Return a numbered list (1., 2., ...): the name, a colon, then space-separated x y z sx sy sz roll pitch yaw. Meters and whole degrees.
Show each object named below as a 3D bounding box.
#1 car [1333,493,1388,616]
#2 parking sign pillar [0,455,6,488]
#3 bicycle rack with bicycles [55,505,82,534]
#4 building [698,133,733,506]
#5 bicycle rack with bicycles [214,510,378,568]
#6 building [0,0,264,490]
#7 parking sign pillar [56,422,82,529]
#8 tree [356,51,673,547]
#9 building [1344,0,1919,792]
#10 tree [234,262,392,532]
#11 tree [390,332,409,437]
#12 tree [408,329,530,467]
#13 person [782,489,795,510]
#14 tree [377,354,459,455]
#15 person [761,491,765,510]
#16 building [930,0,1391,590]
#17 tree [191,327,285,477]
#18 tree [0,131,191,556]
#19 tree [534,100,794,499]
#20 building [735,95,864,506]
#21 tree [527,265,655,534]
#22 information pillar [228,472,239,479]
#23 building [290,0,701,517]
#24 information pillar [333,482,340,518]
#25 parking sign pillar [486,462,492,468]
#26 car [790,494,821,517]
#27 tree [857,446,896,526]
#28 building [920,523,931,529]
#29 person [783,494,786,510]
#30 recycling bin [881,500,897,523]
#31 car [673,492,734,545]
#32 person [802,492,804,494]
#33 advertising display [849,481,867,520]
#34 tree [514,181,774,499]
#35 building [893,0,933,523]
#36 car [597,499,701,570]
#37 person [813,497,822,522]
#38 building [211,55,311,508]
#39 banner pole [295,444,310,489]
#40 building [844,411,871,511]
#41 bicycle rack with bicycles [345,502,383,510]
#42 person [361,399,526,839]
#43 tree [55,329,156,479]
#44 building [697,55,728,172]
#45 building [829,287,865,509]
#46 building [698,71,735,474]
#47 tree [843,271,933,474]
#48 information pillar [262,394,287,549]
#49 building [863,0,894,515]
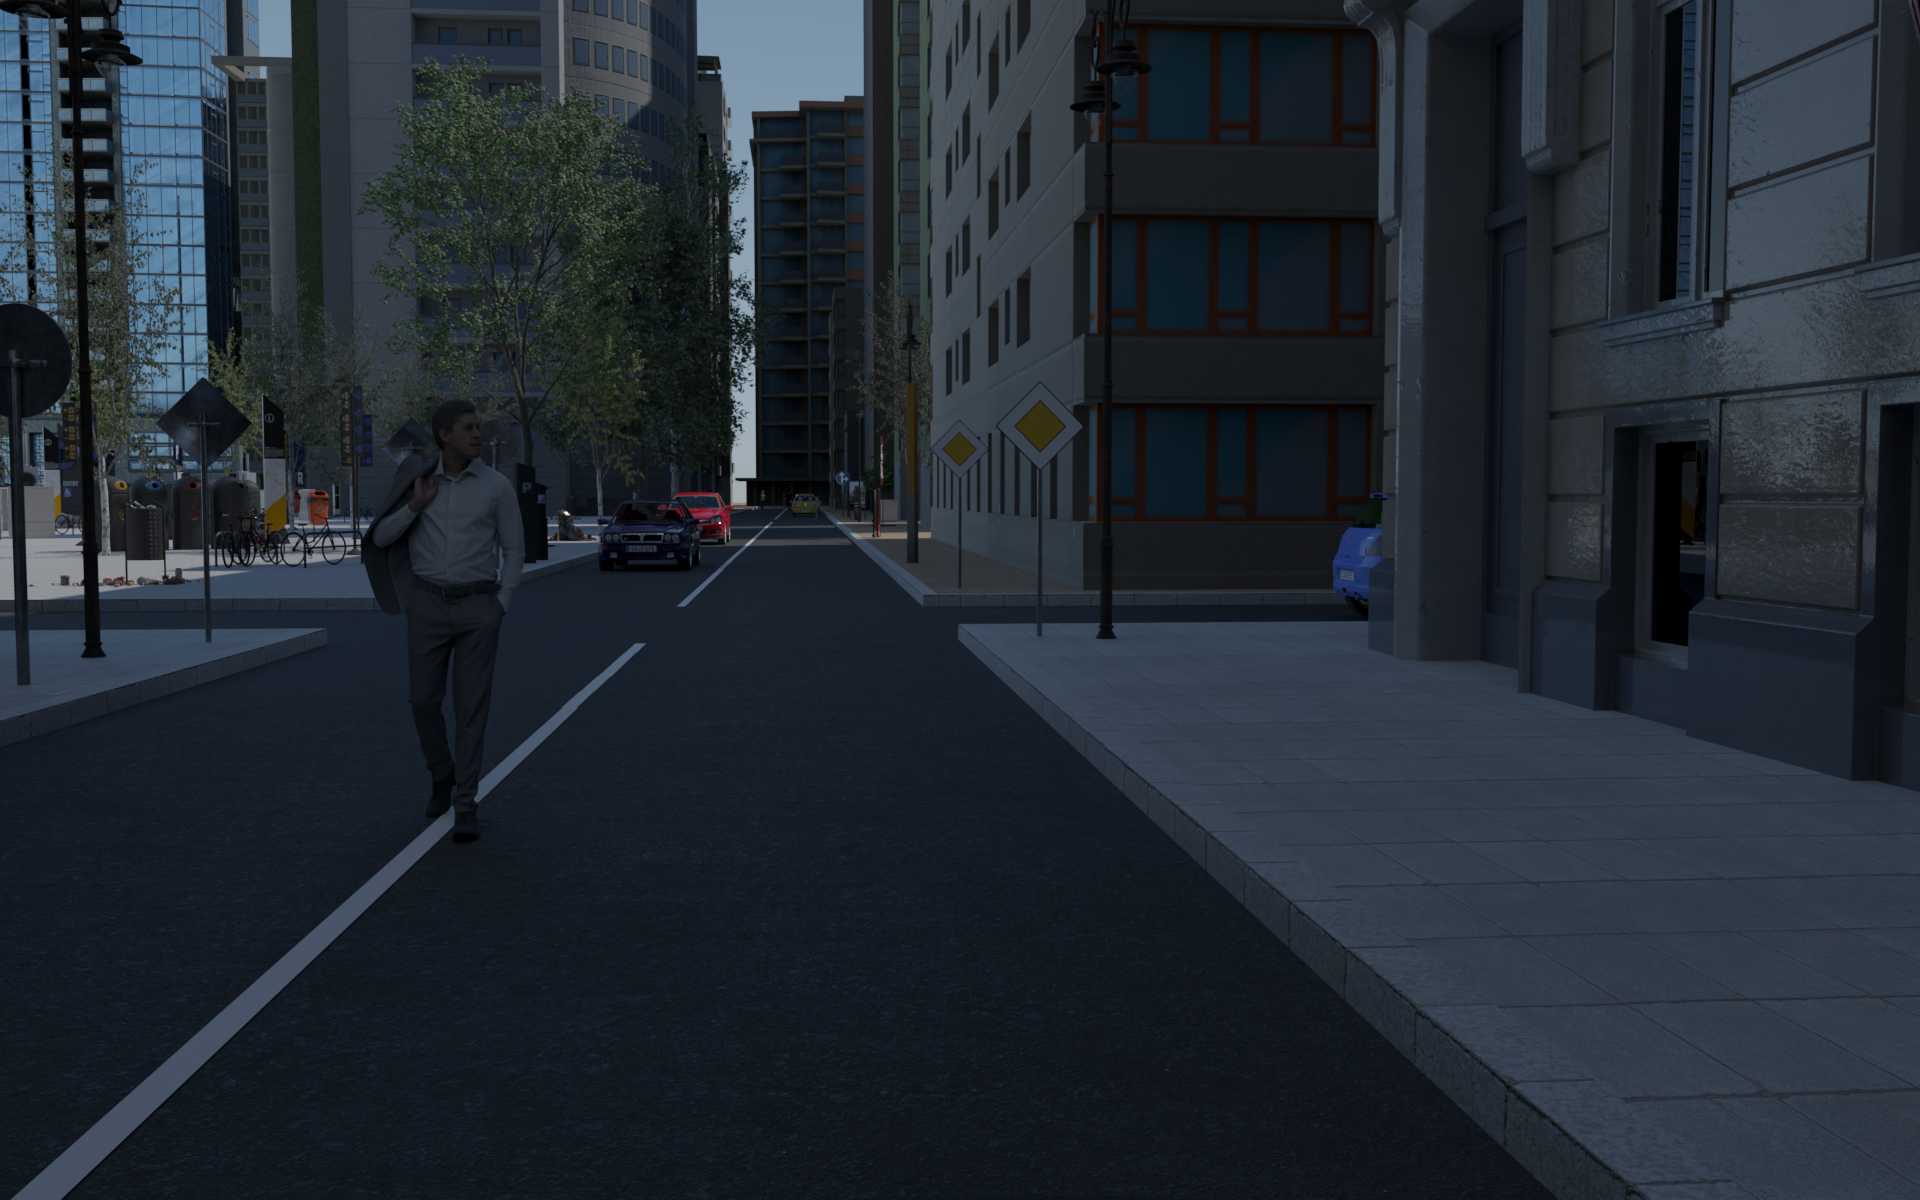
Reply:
1. car: 6.169 -0.621 19.742 3.694 1.707 1.945 0 4 -6
2. parking sign pillar: -47.394 -5.878 84.574 1.447 3.967 1.447 -1 4 -12
3. bicycle rack with bicycles: -27.061 -2.576 55.504 2.925 0.926 2.852 2 4 26
4. building: -26.781 -22.969 147.239 14.160 30.474 14.107 0 4 -5
5. bicycle rack with bicycles: -12.202 -1.077 30.994 2.852 0.926 2.925 1 4 14
6. building: -76.521 -51.513 154.911 31.000 86.520 22.319 0 4 -5
7. parking sign pillar: -33.206 -4.663 64.708 1.447 3.967 1.447 1 4 17
8. tree: -10.572 -7.093 41.733 9.928 11.665 9.643 0 3 0
9. building: 10.452 -13.362 4.376 13.634 28.700 20.117 0 4 -5
10. tree: -21.319 -6.425 55.408 4.360 8.622 3.978 0 3 0
11. tree: -23.562 -7.083 66.177 4.360 8.622 3.978 0 3 0
12. tree: -20.470 -7.489 72.801 4.360 8.622 3.978 0 3 0
13. person: -15.243 -8.941 154.312 1.348 1.869 0.705 0 4 3
14. tree: -28.537 -8.649 91.775 4.737 8.622 4.395 0 3 0
15. person: -17.967 -9.161 158.816 0.750 1.759 0.617 2 4 31
16. building: 14.785 -11.771 37.497 28.899 21.520 27.650 0 4 -5
17. tree: -32.443 -7.782 77.590 4.737 8.622 4.395 0 3 0
18. tree: -17.656 -5.201 35.398 4.360 8.622 3.978 0 3 0
19. tree: -14.610 -14.059 85.756 12.611 20.169 13.585 0 3 0
20. building: -10.327 -32.959 193.496 28.867 44.769 22.147 0 4 -5
21. tree: -11.433 -6.369 54.495 4.737 8.622 4.395 0 3 0
22. information pillar: -24.707 -3.331 58.953 0.304 2.012 0.304 -1 4 -15
23. building: -28.017 -34.714 109.577 21.231 58.520 28.212 0 4 -5
24. information pillar: -33.899 -5.484 94.158 0.304 2.012 0.304 -3 4 -36
25. parking sign pillar: -24.721 -6.175 89.441 1.447 3.967 1.447 2 4 30
26. car: -9.909 -6.166 111.043 2.015 1.641 3.980 0 4 -5
27. tree: -3.042 -4.573 69.364 1.663 3.219 1.824 0 3 0
28. building: 5.266 -23.620 69.788 14.154 41.232 14.086 0 4 -5
29. person: -16.214 -9.033 159.405 0.599 1.433 0.991 0 4 -4
30. recycling bin: -3.291 -4.029 78.420 0.722 1.027 0.722 -1 4 -17
31. car: -7.622 -2.516 50.182 2.155 1.783 4.494 0 4 -5
32. person: -12.599 -7.872 138.680 0.415 1.643 0.593 -3 5 -41
33. advertising display: -5.020 -4.881 85.024 0.974 1.923 0.123 2 4 29
34. tree: -11.676 -8.970 63.660 9.611 12.733 9.660 0 3 0
35. building: 3.404 -24.964 91.754 14.154 41.232 14.086 0 4 -5
36. car: -6.021 -1.297 33.778 1.945 1.354 3.894 0 4 -5
37. person: -7.204 -4.571 87.508 0.475 1.303 0.640 -3 5 -40
38. building: -48.667 -28.242 153.632 23.993 40.220 32.217 0 4 -5
39. banner pole: -31.663 -5.721 83.550 0.863 3.779 0.401 -3 4 -37
40. building: 2.851 -49.843 127.610 22.319 86.520 31.000 0 4 -5
41. bicycle rack with bicycles: -26.210 -3.949 77.948 2.852 0.926 2.925 1 4 15
42. person: -2.211 0.071 7.434 0.679 1.850 0.850 -1 4 -13
43. tree: -38.760 -7.814 78.125 4.737 8.622 4.395 0 3 0
44. building: -28.968 -29.381 163.975 14.086 41.232 14.154 0 4 -5
45. building: 1.978 -19.280 160.261 27.650 21.520 28.899 0 4 -5
46. building: -40.343 -34.972 191.408 30.456 49.044 23.786 0 4 -5
47. tree: -1.668 -6.498 56.601 4.360 8.622 3.978 0 3 0
48. information pillar: -16.116 -3.017 40.678 0.504 3.616 0.183 -3 4 -36
49. building: 1.282 -27.869 105.774 14.600 45.320 14.200 0 4 -5
